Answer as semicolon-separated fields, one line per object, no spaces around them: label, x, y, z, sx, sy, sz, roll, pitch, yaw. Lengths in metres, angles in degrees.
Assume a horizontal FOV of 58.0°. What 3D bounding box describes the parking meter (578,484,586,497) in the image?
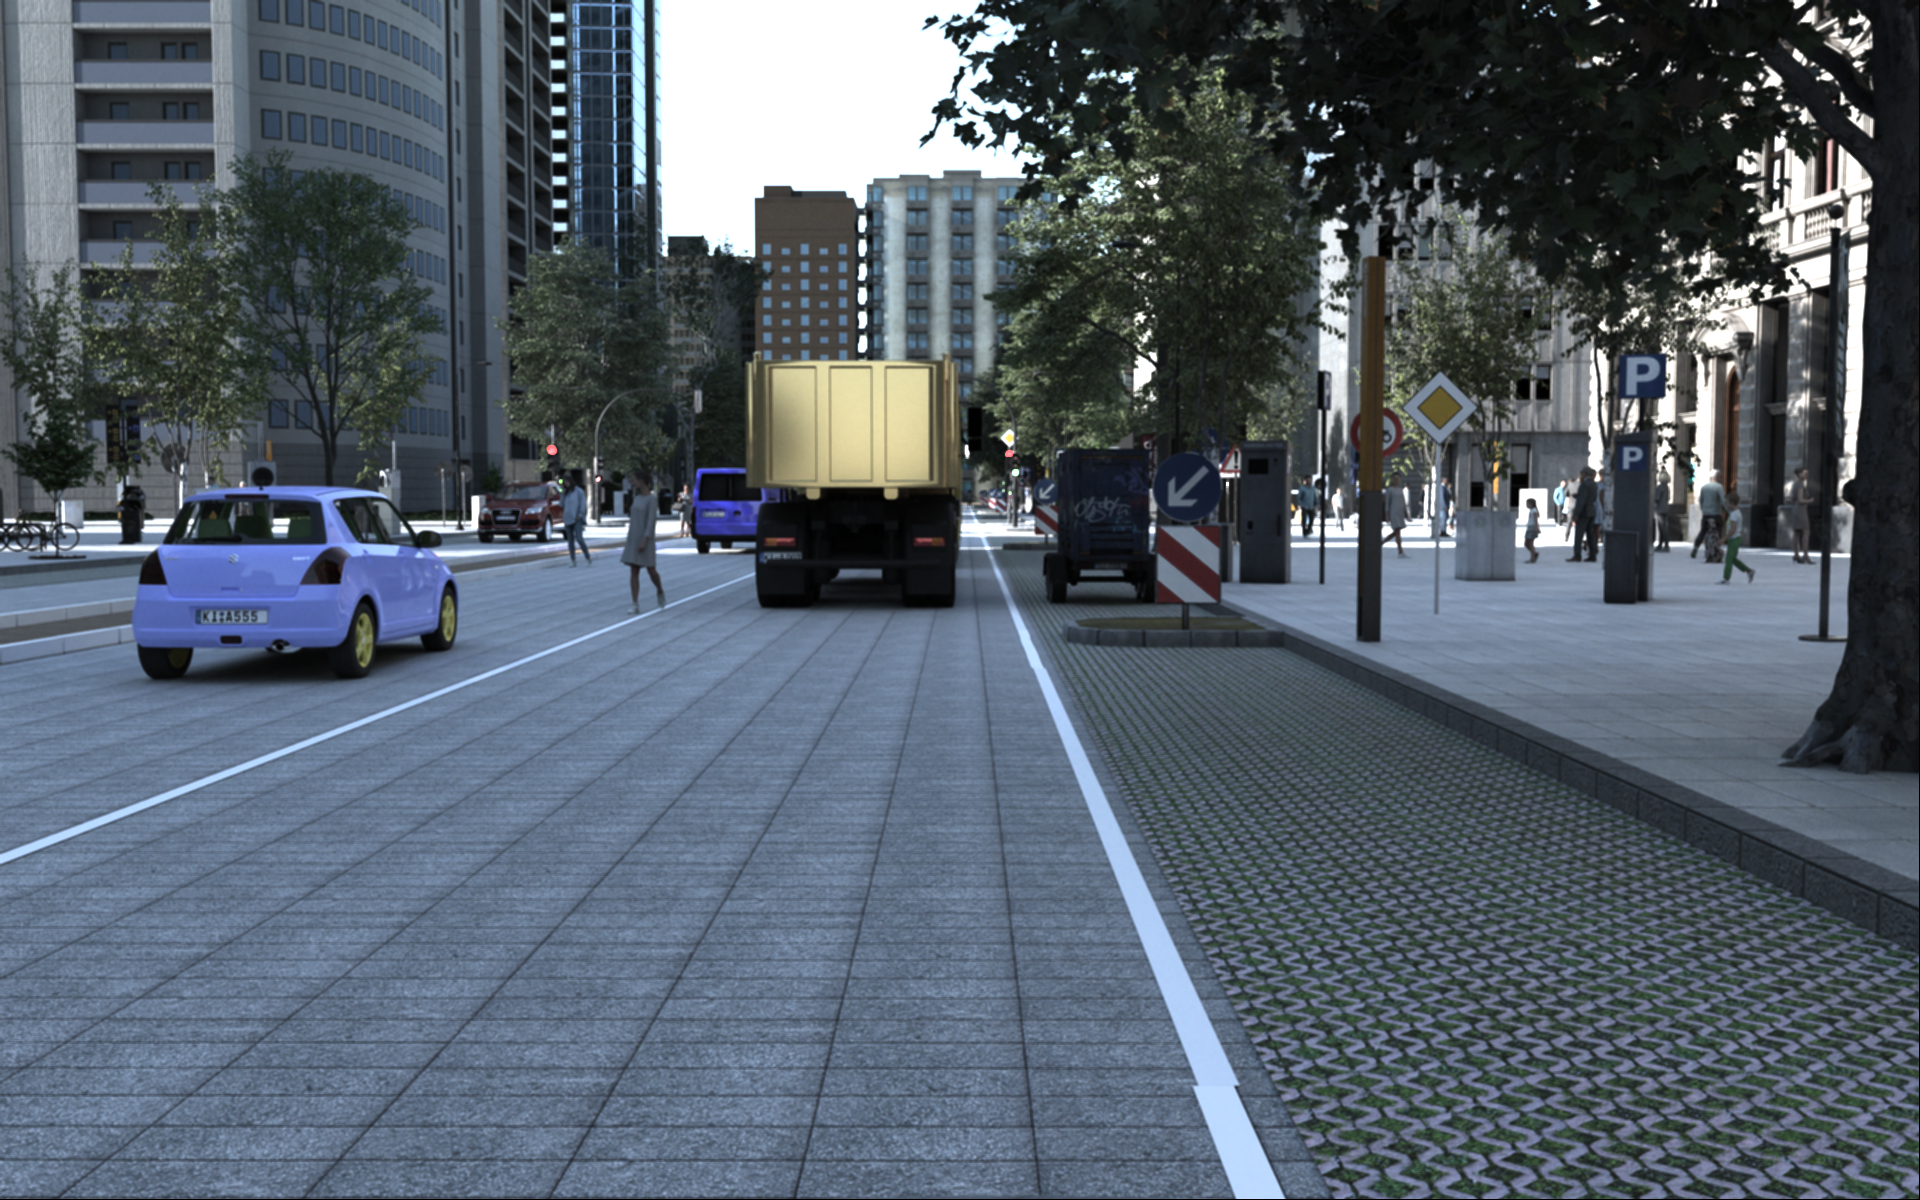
parking meter;-21.542;-5.689;98.724;0.399;1.863;0.255;3;4;38

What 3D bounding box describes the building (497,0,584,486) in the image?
building;-40.475;-42.493;133.013;20.563;71.187;20.611;0;4;0

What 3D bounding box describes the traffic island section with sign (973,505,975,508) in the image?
traffic island section with sign;2.423;-10.301;177.050;1.989;1.847;2.006;0;4;0

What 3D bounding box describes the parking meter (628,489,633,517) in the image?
parking meter;-18.087;-5.316;95.331;0.372;1.533;0.369;0;3;0

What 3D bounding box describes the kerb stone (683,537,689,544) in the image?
kerb stone;-8.012;-1.692;49.915;0.120;0.150;1.000;0;4;0

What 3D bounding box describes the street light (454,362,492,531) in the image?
street light;-17.092;-5.401;60.848;1.470;5.913;1.316;0;4;0

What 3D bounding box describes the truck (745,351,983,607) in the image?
truck;-1.325;-1.815;25.603;3.469;3.379;9.791;0;4;0

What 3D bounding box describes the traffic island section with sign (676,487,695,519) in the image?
traffic island section with sign;-15.285;-5.604;100.248;1.989;1.847;2.006;0;4;0

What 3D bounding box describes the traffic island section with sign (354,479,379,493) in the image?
traffic island section with sign;-15.422;-2.199;44.575;1.989;1.847;2.006;0;4;0

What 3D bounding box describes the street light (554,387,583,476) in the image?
street light;-17.053;-6.288;75.354;1.470;5.913;1.316;0;4;0

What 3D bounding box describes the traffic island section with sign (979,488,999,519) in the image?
traffic island section with sign;2.224;-5.562;99.574;1.989;1.847;2.006;0;4;0

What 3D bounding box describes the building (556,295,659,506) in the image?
building;-45.228;-19.593;165.392;27.650;21.520;28.899;0;4;0

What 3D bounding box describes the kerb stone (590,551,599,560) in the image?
kerb stone;-8.054;-0.943;37.609;0.120;0.150;1.000;0;4;0

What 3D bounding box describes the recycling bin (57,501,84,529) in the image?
recycling bin;-32.833;-3.137;63.848;0.722;1.027;0.722;3;4;37

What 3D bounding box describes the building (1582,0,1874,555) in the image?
building;23.692;-13.065;42.492;11.050;23.489;19.941;0;4;0

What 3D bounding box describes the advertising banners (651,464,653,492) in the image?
advertising banners;-18.190;-6.447;101.597;0.090;3.025;2.074;-1;4;-20

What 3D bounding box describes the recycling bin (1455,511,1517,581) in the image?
recycling bin;7.850;-0.815;25.883;0.722;1.027;0.722;0;4;0

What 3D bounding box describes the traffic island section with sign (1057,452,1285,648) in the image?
traffic island section with sign;2.030;-0.514;17.029;1.989;1.847;2.006;0;4;0

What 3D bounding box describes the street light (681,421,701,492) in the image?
street light;-17.050;-8.385;109.634;1.470;5.913;1.316;0;4;0

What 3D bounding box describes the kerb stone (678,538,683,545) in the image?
kerb stone;-8.022;-1.632;48.885;0.120;0.150;1.000;0;4;0

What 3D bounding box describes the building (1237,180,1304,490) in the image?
building;24.095;-15.676;111.055;10.420;20.320;16.860;0;4;0

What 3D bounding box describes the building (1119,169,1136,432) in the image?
building;25.693;-31.856;204.440;14.154;41.232;14.086;0;4;0

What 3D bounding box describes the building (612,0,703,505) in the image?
building;-47.040;-54.254;199.723;31.000;86.520;22.319;0;4;0

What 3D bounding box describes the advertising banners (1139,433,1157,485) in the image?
advertising banners;4.549;-3.219;48.816;2.074;3.025;0.090;0;4;-7

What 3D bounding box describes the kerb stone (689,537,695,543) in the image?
kerb stone;-8.013;-1.758;50.941;0.120;0.150;1.000;0;4;0

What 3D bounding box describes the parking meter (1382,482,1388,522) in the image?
parking meter;19.304;-4.483;79.006;0.399;1.863;0.255;1;4;11

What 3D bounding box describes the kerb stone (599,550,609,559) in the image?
kerb stone;-8.041;-1.005;38.631;0.120;0.150;1.000;0;4;0

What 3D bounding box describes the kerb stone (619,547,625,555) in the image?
kerb stone;-8.037;-1.131;40.681;0.120;0.150;1.000;0;4;0

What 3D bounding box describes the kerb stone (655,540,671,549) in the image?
kerb stone;-8.023;-1.507;46.828;0.120;0.150;1.000;0;4;0

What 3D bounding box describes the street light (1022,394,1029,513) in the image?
street light;3.622;-6.612;80.641;1.470;5.913;1.316;0;4;0

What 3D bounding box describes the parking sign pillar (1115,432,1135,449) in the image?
parking sign pillar;7.016;-5.300;75.135;1.447;3.967;1.447;2;4;33

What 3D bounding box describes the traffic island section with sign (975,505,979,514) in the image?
traffic island section with sign;2.298;-7.248;127.126;1.989;1.847;2.006;0;4;0

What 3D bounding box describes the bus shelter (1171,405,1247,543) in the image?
bus shelter;6.709;-3.481;48.204;1.731;3.624;6.357;0;4;0

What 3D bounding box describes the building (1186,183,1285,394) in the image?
building;26.685;-18.416;134.384;16.112;22.955;30.059;0;4;0

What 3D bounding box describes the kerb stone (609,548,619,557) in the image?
kerb stone;-8.037;-1.068;39.655;0.120;0.150;1.000;0;4;0

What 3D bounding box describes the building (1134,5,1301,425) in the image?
building;33.169;-36.326;183.167;28.713;52.752;27.495;0;4;0

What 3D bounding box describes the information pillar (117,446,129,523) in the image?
information pillar;-37.223;-5.238;76.992;0.504;3.616;0.183;-2;4;-25

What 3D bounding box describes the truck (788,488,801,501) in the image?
truck;-12.429;-8.992;135.924;2.839;4.237;11.283;0;4;1

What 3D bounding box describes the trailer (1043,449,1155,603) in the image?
trailer;1.871;-1.019;23.712;1.471;1.999;3.904;0;4;-1

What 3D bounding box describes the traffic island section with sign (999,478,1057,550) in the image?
traffic island section with sign;2.100;-2.210;44.754;1.989;1.847;2.006;0;4;0

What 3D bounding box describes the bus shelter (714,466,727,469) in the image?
bus shelter;-20.816;-9.523;146.983;1.731;3.624;6.357;0;4;0

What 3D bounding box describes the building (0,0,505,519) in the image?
building;-41.203;-34.193;101.050;21.231;58.520;28.212;0;4;0

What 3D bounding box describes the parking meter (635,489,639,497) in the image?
parking meter;-20.632;-6.420;110.681;0.255;1.863;0.399;-1;4;-9

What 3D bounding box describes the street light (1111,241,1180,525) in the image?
street light;3.480;-3.636;31.988;1.470;5.913;1.316;0;4;0

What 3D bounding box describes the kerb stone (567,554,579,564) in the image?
kerb stone;-8.054;-0.817;35.549;0.120;0.150;1.000;0;4;0

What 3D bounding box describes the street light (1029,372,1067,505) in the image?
street light;3.521;-5.733;66.275;1.470;5.913;1.316;0;4;0

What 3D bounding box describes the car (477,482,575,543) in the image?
car;-13.091;-2.689;52.643;2.281;1.827;5.304;0;4;1

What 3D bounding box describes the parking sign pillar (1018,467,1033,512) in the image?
parking sign pillar;4.985;-8.422;126.176;1.447;3.967;1.447;-3;4;-38

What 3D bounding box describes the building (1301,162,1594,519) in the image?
building;29.747;-16.885;94.091;19.932;24.808;12.078;0;4;0

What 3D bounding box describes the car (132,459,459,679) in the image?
car;-5.491;-0.315;14.747;1.945;1.707;3.694;0;4;-1

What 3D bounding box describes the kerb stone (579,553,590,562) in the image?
kerb stone;-8.043;-0.880;36.580;0.120;0.150;1.000;0;4;0

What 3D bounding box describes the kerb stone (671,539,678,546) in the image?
kerb stone;-8.017;-1.569;47.849;0.120;0.150;1.000;0;4;0

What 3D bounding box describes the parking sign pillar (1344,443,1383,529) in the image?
parking sign pillar;15.089;-4.659;64.646;1.447;3.967;1.447;-1;4;-17
